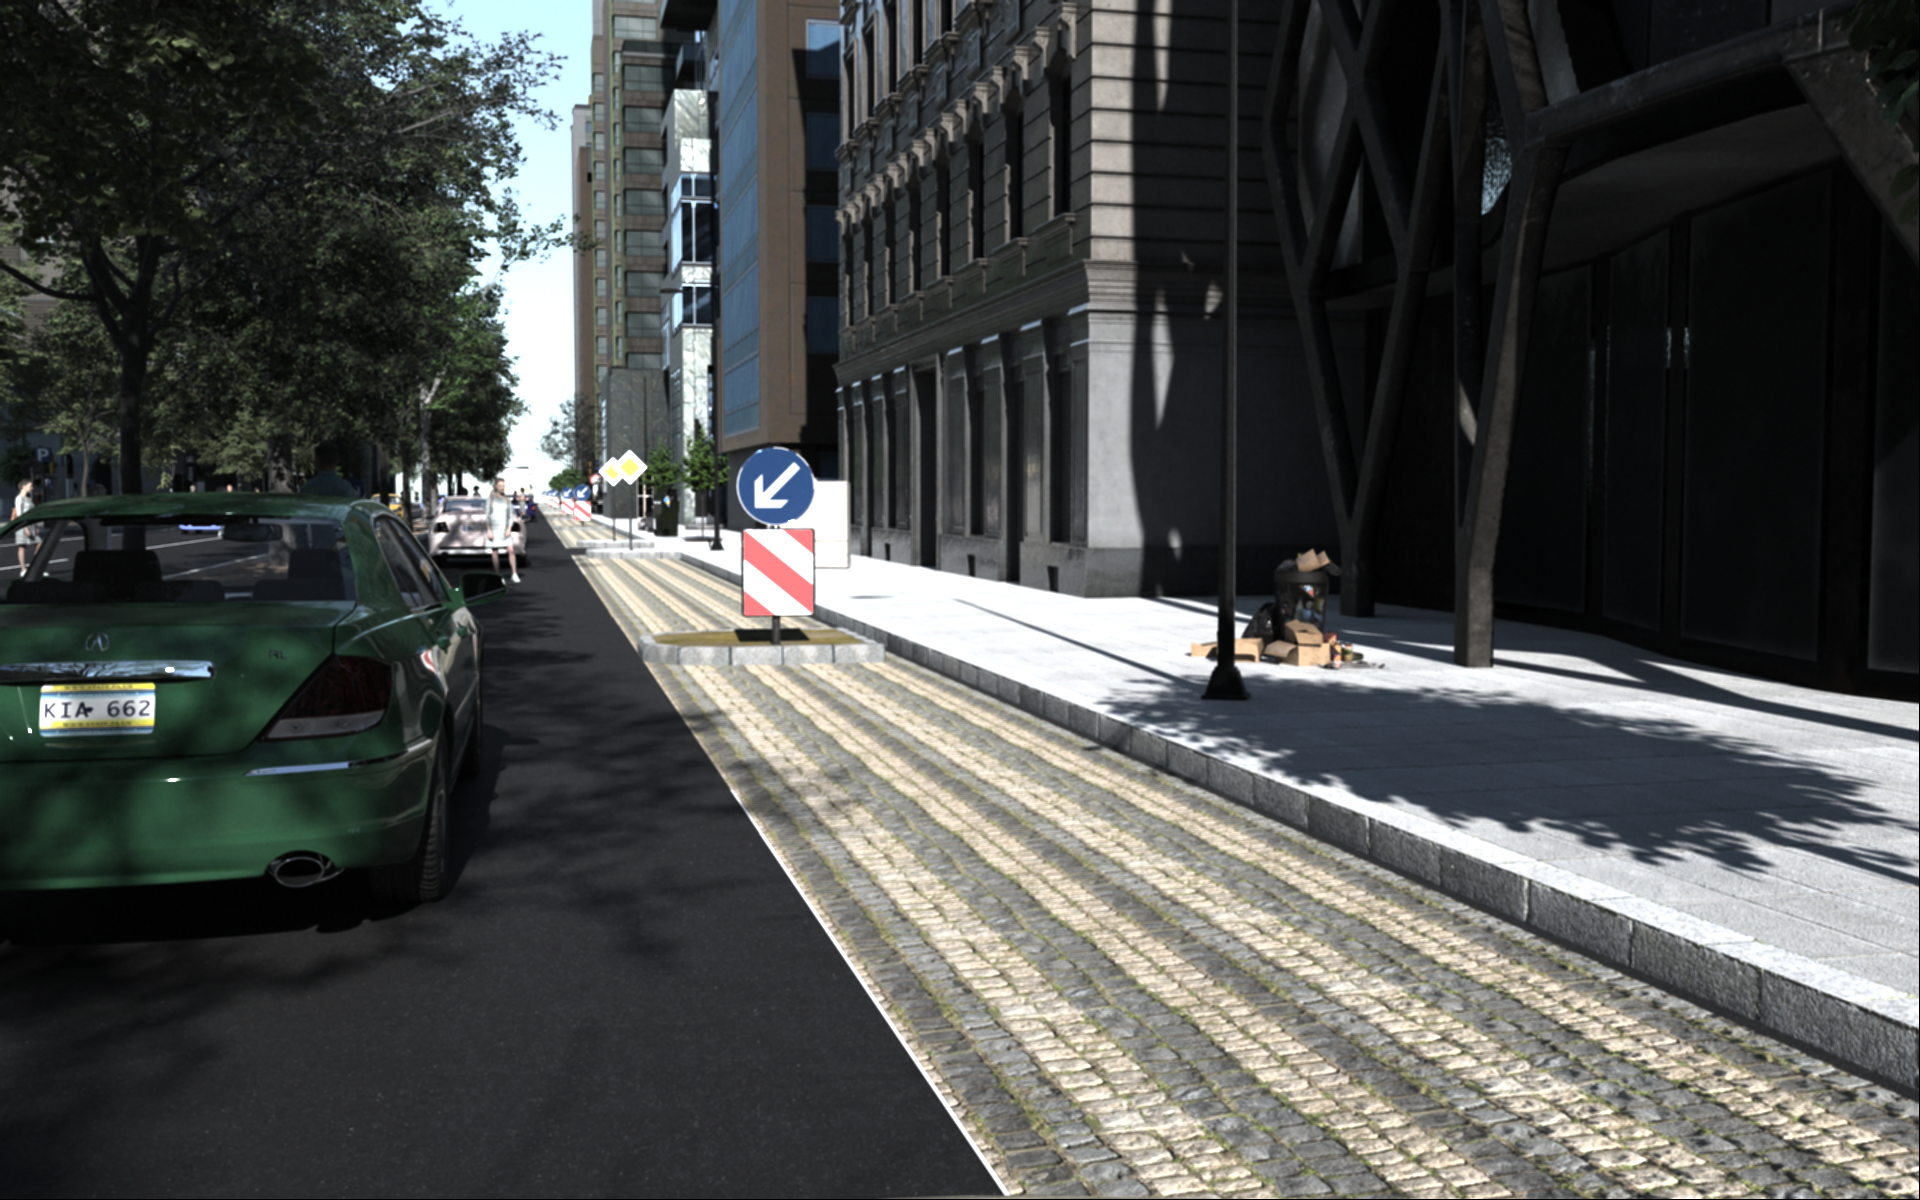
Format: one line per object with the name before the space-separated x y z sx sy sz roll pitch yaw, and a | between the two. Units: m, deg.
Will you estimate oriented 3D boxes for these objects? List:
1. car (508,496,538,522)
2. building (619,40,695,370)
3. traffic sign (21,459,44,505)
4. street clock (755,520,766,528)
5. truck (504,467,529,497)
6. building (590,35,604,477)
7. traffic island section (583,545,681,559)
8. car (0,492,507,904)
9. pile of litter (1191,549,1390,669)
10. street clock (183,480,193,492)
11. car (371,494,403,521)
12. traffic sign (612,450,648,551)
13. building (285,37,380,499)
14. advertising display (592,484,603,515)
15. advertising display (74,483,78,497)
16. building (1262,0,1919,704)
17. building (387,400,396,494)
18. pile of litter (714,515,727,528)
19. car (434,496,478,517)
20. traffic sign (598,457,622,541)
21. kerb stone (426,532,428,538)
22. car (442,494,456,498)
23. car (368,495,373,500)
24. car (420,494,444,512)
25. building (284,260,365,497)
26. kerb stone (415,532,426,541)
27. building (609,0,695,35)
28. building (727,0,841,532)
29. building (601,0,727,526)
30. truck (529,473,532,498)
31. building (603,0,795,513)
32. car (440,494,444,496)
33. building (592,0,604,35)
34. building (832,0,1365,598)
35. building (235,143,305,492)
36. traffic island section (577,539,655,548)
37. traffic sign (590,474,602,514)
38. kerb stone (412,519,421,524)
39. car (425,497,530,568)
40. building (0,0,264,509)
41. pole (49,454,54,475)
car | -22.883 -4.724 89.814 1.945 1.354 3.894 -1 4 -16
building | -15.576 -21.033 115.586 14.160 30.474 14.107 -1 4 -14
traffic sign | -33.510 -3.823 62.613 0.768 2.556 0.104 -1 4 -13
street clock | -4.218 -1.963 36.663 0.471 2.002 0.358 -3 4 -38
truck | -46.718 -11.832 182.364 2.839 4.237 11.283 -1 4 -15
building | -26.705 -29.120 159.712 14.154 41.232 14.086 -1 4 -14
traffic island section | -7.466 -1.047 39.395 2.009 0.180 2.903 -1 4 -14
car | -3.016 0.276 7.278 2.131 1.459 4.920 -1 4 -13
pile of litter | 2.492 0.037 13.360 1.176 0.858 1.719 -1 4 -21
street clock | -40.819 -5.324 91.614 0.471 2.002 0.358 -2 4 -30
car | -27.370 -4.426 82.588 2.015 1.641 3.980 -1 4 -16
traffic sign | -7.487 -2.182 39.312 0.795 2.450 0.064 -1 4 -14
building | -86.882 -41.558 221.475 21.231 58.520 28.212 -1 4 -14
advertising display | -22.462 -6.296 108.152 0.974 1.923 0.123 -2 4 -23
advertising display | -51.511 -5.836 100.634 0.123 1.923 0.974 0 4 -7
building | 11.831 -8.922 13.324 16.820 18.784 16.811 -1 4 -14
building | -93.680 -43.245 249.062 21.231 58.520 28.212 -1 4 -14
pile of litter | -8.788 -3.208 66.415 1.719 0.858 1.176 2 4 34
car | -16.951 -2.870 59.289 2.083 1.381 4.827 -1 4 -12
traffic sign | -9.413 -2.656 47.063 0.795 2.450 0.064 -1 4 -14
kerb stone | -17.236 -2.037 55.498 0.120 0.150 1.000 -1 4 -14
car | -46.741 -8.976 158.755 2.014 1.417 4.499 -1 4 -14
car | -45.897 -7.575 136.437 1.945 1.354 3.894 -1 4 -14
car | -42.918 -8.035 140.957 1.945 1.707 3.694 -1 4 -13
building | -77.957 -26.366 202.781 14.160 30.474 14.107 -1 4 -14
kerb stone | -16.991 -1.976 54.506 0.120 0.150 1.000 -1 4 -14
building | -19.501 -27.435 132.161 14.154 41.232 14.086 -1 4 -14
building | -0.063 -24.763 54.983 14.200 45.320 14.600 -1 4 -14
building | -6.017 -47.226 84.821 22.319 86.520 31.000 -1 4 -14
truck | -58.796 -14.871 232.048 2.839 4.237 11.283 -1 4 -13
building | -22.562 -30.334 146.068 14.600 45.320 14.200 -1 4 -14
car | -71.971 -14.055 239.387 1.945 1.707 3.694 -1 4 -15
building | -27.449 -39.079 180.947 21.231 58.520 28.212 -1 4 -14
building | 3.939 -11.088 30.435 9.793 20.994 18.267 -1 4 -14
building | -71.871 -32.592 152.479 23.786 49.044 30.456 -1 4 -14
traffic island section | -9.392 -1.521 47.145 2.009 0.180 2.903 -1 4 -14
traffic sign | -22.983 -6.687 109.440 0.768 2.556 0.104 -1 4 -9
kerb stone | -26.935 -3.887 85.833 0.120 0.150 1.000 -1 4 -14
car | -9.718 -1.379 34.917 2.083 1.381 4.827 -1 4 -15
building | -66.596 -32.699 123.874 28.713 52.752 27.495 -1 4 -14
pole | -46.151 -5.763 88.070 0.158 3.312 0.155 0 3 0
